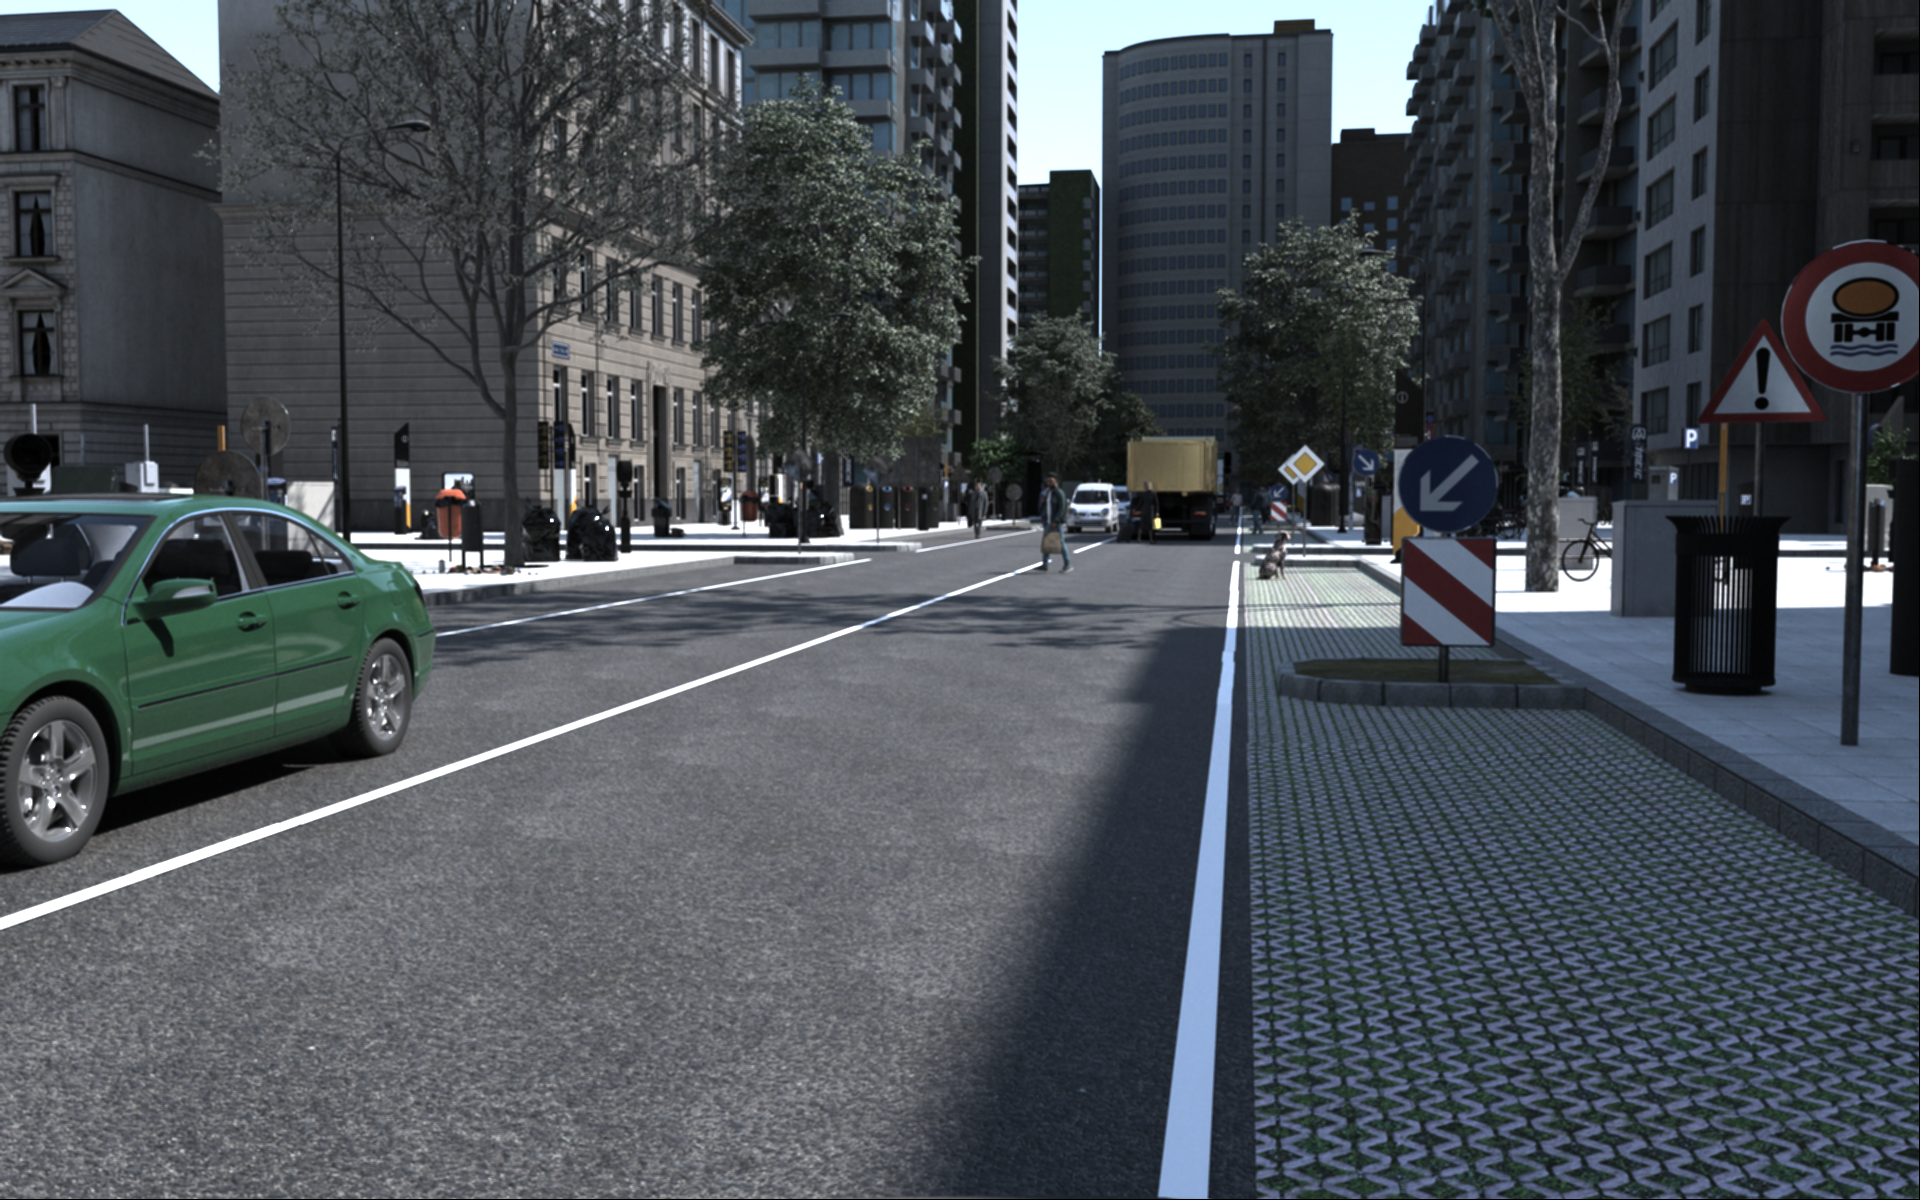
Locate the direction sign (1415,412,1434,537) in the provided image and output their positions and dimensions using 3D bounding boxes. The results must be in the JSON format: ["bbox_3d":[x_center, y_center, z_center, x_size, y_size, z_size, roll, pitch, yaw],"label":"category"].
[{"bbox_3d":[12.560,-3.403,47.629,0.876,3.537,0.379,1,4,10],"label":"direction sign"}]

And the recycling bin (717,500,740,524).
[{"bbox_3d":[-9.866,-3.748,73.838,0.722,1.027,0.722,2,4,29],"label":"recycling bin"}]

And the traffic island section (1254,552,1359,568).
[{"bbox_3d":[6.982,-0.780,35.036,2.009,0.180,2.903,1,4,9],"label":"traffic island section"}]

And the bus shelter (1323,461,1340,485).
[{"bbox_3d":[23.453,-7.028,108.829,2.014,3.302,5.546,1,4,9],"label":"bus shelter"}]

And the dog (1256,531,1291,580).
[{"bbox_3d":[5.133,-0.745,29.010,0.800,0.831,0.513,1,4,10],"label":"dog"}]

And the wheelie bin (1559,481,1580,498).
[{"bbox_3d":[14.323,-2.052,41.452,0.980,1.594,0.693,1,4,22],"label":"wheelie bin"}]

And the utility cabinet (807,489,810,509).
[{"bbox_3d":[-6.537,-4.401,80.633,1.173,1.500,0.318,-1,4,-10],"label":"utility cabinet"}]

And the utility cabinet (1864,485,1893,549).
[{"bbox_3d":[21.085,-1.922,40.101,1.173,1.500,0.318,-2,4,-27],"label":"utility cabinet"}]

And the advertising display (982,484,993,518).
[{"bbox_3d":[1.452,-5.346,92.628,0.974,1.923,0.123,3,4,37],"label":"advertising display"}]

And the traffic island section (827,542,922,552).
[{"bbox_3d":[-2.137,-1.366,44.612,2.009,0.180,2.903,1,4,9],"label":"traffic island section"}]

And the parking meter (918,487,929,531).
[{"bbox_3d":[-1.273,-3.194,60.631,0.372,1.533,0.369,0,3,0],"label":"parking meter"}]

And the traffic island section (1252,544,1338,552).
[{"bbox_3d":[8.267,-1.262,42.917,2.009,0.180,2.903,1,4,9],"label":"traffic island section"}]

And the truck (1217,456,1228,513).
[{"bbox_3d":[19.249,-8.857,133.722,2.839,4.237,11.283,1,4,9],"label":"truck"}]

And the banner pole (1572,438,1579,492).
[{"bbox_3d":[27.598,-5.345,77.407,0.863,3.779,0.401,-1,4,-17],"label":"banner pole"}]

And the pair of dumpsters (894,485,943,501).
[{"bbox_3d":[-1.875,-4.485,75.822,1.574,2.255,4.437,1,4,9],"label":"pair of dumpsters"}]

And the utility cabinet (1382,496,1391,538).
[{"bbox_3d":[12.737,-2.408,50.537,1.020,1.237,0.306,3,4,38],"label":"utility cabinet"}]

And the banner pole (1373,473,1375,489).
[{"bbox_3d":[25.304,-7.088,105.909,0.401,3.779,0.863,0,4,5],"label":"banner pole"}]

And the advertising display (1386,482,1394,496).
[{"bbox_3d":[23.936,-5.524,95.527,0.974,1.923,0.123,-2,4,-25],"label":"advertising display"}]

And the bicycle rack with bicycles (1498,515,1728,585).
[{"bbox_3d":[9.890,-0.703,24.871,2.925,0.926,2.852,-1,4,-21],"label":"bicycle rack with bicycles"}]

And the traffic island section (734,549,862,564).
[{"bbox_3d":[-3.422,-0.884,36.731,2.009,0.180,2.903,1,4,9],"label":"traffic island section"}]

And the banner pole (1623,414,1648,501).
[{"bbox_3d":[21.127,-3.937,54.382,0.863,3.779,0.401,1,4,19],"label":"banner pole"}]

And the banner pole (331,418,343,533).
[{"bbox_3d":[-20.352,-4.074,56.627,0.401,3.779,0.863,0,4,3],"label":"banner pole"}]

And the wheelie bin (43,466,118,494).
[{"bbox_3d":[-9.817,-0.704,19.413,0.980,1.594,0.693,-1,4,-18],"label":"wheelie bin"}]

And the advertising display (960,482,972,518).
[{"bbox_3d":[0.505,-5.396,93.443,0.974,1.923,0.123,0,4,-1],"label":"advertising display"}]

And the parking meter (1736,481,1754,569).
[{"bbox_3d":[13.501,-1.303,29.707,0.372,1.533,0.369,0,3,0],"label":"parking meter"}]

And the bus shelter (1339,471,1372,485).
[{"bbox_3d":[20.059,-5.945,88.484,1.731,3.624,6.357,1,4,9],"label":"bus shelter"}]

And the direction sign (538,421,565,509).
[{"bbox_3d":[-12.719,-3.790,53.965,0.876,3.537,0.379,1,4,12],"label":"direction sign"}]

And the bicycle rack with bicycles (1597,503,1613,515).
[{"bbox_3d":[26.881,-3.523,70.988,2.852,0.926,2.925,1,4,18],"label":"bicycle rack with bicycles"}]

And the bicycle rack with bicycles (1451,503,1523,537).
[{"bbox_3d":[15.243,-2.212,49.543,2.925,0.926,2.852,2,4,34],"label":"bicycle rack with bicycles"}]

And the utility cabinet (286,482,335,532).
[{"bbox_3d":[-11.769,-1.372,31.104,0.318,1.500,1.173,1,4,22],"label":"utility cabinet"}]

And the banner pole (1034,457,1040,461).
[{"bbox_3d":[4.714,-7.131,106.608,0.401,3.779,0.863,2,4,32],"label":"banner pole"}]

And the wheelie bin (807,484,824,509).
[{"bbox_3d":[-4.589,-2.978,56.603,0.693,1.594,0.980,3,4,36],"label":"wheelie bin"}]

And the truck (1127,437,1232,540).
[{"bbox_3d":[7.157,-3.751,57.259,3.469,3.379,9.791,1,4,10],"label":"truck"}]

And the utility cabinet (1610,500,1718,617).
[{"bbox_3d":[7.390,-0.431,18.203,1.020,1.237,0.306,0,4,-6],"label":"utility cabinet"}]

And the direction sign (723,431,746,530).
[{"bbox_3d":[-8.061,-4.286,62.078,0.876,3.537,0.379,-2,4,-33],"label":"direction sign"}]

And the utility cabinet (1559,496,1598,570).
[{"bbox_3d":[10.167,-1.110,29.306,1.020,1.237,0.306,1,4,9],"label":"utility cabinet"}]

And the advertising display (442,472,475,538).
[{"bbox_3d":[-14.747,-2.798,50.953,0.974,1.923,0.123,-3,5,-41],"label":"advertising display"}]

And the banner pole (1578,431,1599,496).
[{"bbox_3d":[25.132,-4.822,68.857,0.401,3.779,0.863,-1,4,-13],"label":"banner pole"}]

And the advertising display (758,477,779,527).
[{"bbox_3d":[-7.436,-3.796,67.279,0.123,1.923,0.974,3,5,42],"label":"advertising display"}]

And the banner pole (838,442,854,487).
[{"bbox_3d":[-4.863,-5.080,73.070,0.863,3.779,0.401,0,4,-2],"label":"banner pole"}]

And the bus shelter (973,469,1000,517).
[{"bbox_3d":[2.080,-6.738,101.441,1.731,3.624,6.357,1,4,9],"label":"bus shelter"}]

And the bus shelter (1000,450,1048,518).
[{"bbox_3d":[3.625,-6.356,95.199,1.731,3.624,6.357,1,4,9],"label":"bus shelter"}]

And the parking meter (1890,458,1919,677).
[{"bbox_3d":[6.827,-0.237,12.279,0.372,1.533,0.369,0,3,0],"label":"parking meter"}]

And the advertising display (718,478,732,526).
[{"bbox_3d":[-9.495,-3.959,69.943,0.123,1.923,0.974,1,4,20],"label":"advertising display"}]

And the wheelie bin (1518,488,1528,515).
[{"bbox_3d":[29.617,-5.071,90.813,0.693,1.594,0.980,1,4,20],"label":"wheelie bin"}]
